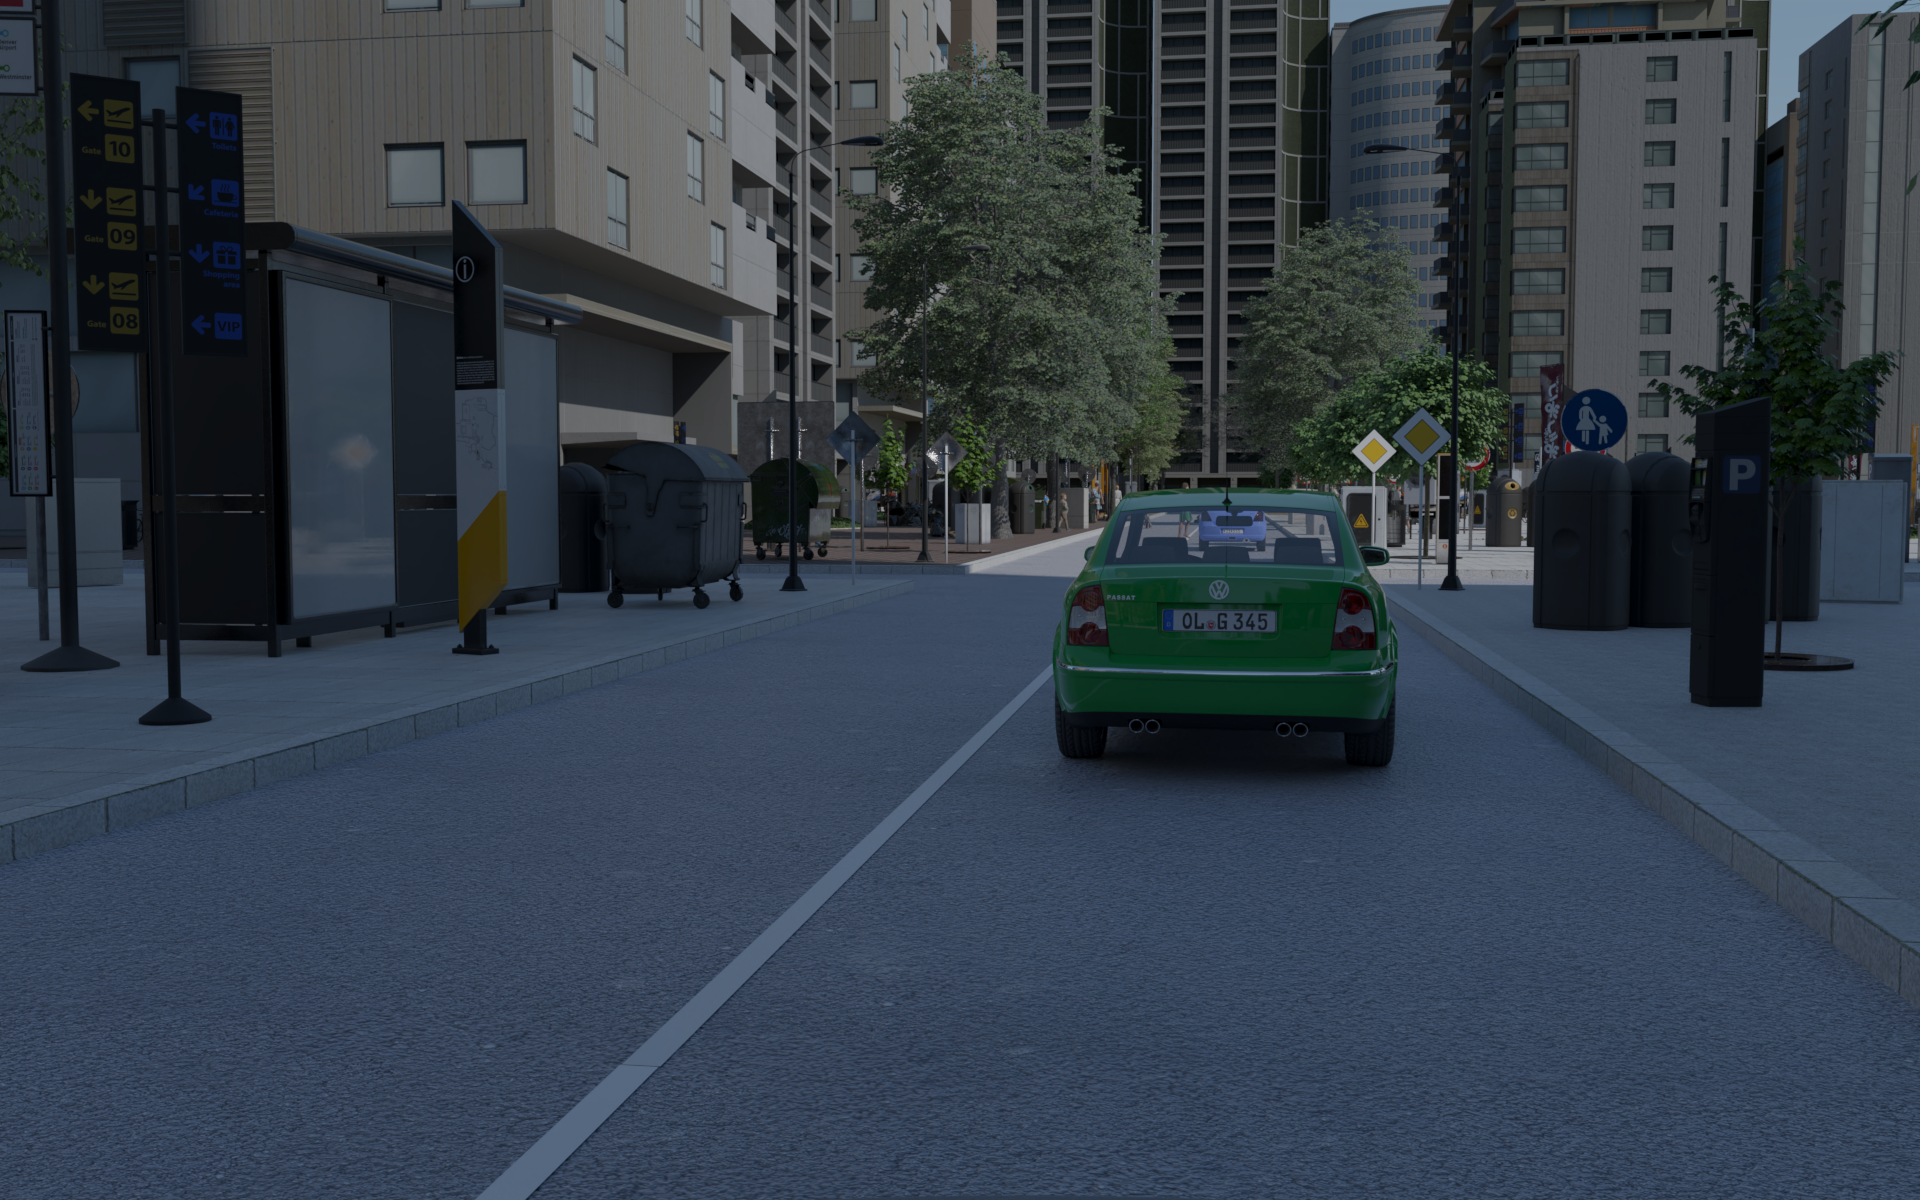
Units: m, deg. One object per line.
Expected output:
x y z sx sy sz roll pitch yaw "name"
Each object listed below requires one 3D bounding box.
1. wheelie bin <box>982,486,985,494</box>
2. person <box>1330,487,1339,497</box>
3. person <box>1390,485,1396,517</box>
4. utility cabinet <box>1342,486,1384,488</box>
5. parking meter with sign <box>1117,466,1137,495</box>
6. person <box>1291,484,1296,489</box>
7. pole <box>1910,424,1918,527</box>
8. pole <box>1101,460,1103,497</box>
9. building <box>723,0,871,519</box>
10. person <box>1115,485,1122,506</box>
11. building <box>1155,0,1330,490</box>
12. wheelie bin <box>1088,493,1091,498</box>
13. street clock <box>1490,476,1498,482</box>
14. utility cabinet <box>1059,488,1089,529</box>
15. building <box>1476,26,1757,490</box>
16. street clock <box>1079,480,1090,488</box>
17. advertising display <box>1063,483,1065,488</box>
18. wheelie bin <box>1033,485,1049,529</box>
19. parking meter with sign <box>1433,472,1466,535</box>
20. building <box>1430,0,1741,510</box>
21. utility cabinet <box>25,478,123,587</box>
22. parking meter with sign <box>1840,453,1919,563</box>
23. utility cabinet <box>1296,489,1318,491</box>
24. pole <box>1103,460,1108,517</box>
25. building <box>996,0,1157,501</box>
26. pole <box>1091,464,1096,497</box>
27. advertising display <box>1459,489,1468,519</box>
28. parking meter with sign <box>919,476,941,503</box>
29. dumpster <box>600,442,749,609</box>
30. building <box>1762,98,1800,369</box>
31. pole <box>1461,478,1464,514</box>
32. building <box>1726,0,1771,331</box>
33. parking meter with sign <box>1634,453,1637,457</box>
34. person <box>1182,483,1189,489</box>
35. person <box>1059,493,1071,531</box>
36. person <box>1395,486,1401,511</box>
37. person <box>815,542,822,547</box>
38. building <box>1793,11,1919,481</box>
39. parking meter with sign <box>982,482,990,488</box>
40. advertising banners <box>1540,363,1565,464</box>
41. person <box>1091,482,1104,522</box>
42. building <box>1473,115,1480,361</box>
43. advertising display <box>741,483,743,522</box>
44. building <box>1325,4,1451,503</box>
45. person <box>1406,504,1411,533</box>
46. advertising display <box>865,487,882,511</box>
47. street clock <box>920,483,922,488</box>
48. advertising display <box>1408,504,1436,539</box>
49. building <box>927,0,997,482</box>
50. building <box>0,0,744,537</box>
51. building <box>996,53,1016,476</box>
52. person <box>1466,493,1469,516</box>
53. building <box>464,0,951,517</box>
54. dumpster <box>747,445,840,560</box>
1.124 -3.441 64.171 0.980 1.594 0.693 2 4 26 "wheelie bin"
15.884 -4.103 73.309 0.526 1.800 0.537 3 5 43 "person"
24.056 -5.503 96.115 0.767 1.812 0.694 -1 4 -9 "person"
11.587 -2.515 49.799 1.173 1.500 0.318 1 4 18 "utility cabinet"
10.572 -6.768 106.920 1.738 3.016 0.543 0 4 1 "parking meter with sign"
17.894 -5.324 93.269 0.709 1.800 0.728 -1 4 -20 "person"
27.873 -3.475 50.662 0.158 3.312 0.155 0 3 0 "pole"
8.012 -6.332 97.377 0.158 3.312 0.155 0 3 0 "pole"
-16.029 -40.374 98.372 20.563 71.187 20.611 1 4 9 "building"
8.868 -5.602 97.981 0.694 1.780 0.624 -1 4 -11 "person"
34.194 -47.246 210.720 20.611 71.187 20.563 1 4 9 "building"
5.911 -4.685 84.504 0.980 1.594 0.693 0 4 -8 "wheelie bin"
21.138 -3.900 68.331 0.471 2.002 0.358 -2 4 -25 "street clock"
4.180 -3.376 63.871 1.173 1.500 0.318 3 5 39 "utility cabinet"
41.967 -20.818 112.083 14.160 30.474 14.107 1 4 9 "building"
5.975 -4.800 83.042 0.471 2.002 0.358 -1 4 -18 "street clock"
6.351 -6.127 105.392 0.123 1.923 0.974 1 4 9 "advertising display"
2.805 -3.409 63.650 0.980 1.594 0.693 1 4 12 "wheelie bin"
15.580 -3.614 55.343 1.738 3.016 0.543 -2 4 -33 "parking meter with sign"
52.141 -30.126 147.181 22.147 44.769 28.867 1 4 9 "building"
-12.242 -0.933 23.940 0.318 1.500 1.173 3 4 36 "utility cabinet"
17.422 -2.212 32.421 1.738 3.016 0.543 1 4 17 "parking meter with sign"
17.834 -4.895 88.716 1.173 1.500 0.318 2 4 24 "utility cabinet"
8.281 -6.329 97.317 0.158 3.312 0.155 0 3 0 "pole"
12.995 -47.458 214.189 20.611 71.187 20.563 1 4 9 "building"
6.085 -5.211 79.038 0.158 3.312 0.155 0 3 0 "pole"
25.452 -5.100 88.596 0.974 1.923 0.123 0 4 3 "advertising display"
-1.404 -5.990 94.193 1.738 3.016 0.543 -1 4 -11 "parking meter with sign"
-3.281 -0.872 20.020 1.264 1.857 1.865 1 4 9 "dumpster"
99.725 -33.518 198.136 14.200 45.320 14.600 1 4 9 "building"
26.636 -5.990 91.780 0.158 3.312 0.155 0 3 0 "pole"
82.953 -46.756 202.714 20.611 71.187 20.563 1 4 9 "building"
27.715 -4.718 73.401 1.738 3.016 0.543 1 4 22 "parking meter with sign"
7.218 -2.875 55.750 0.529 1.795 0.600 -1 4 -21 "person"
3.592 -3.067 60.465 0.475 1.303 0.640 3 5 42 "person"
22.655 -5.060 89.524 0.466 1.731 0.760 2 4 27 "person"
-3.470 -2.171 42.380 0.563 1.720 0.643 2 4 29 "person"
81.904 -28.566 150.650 14.086 41.232 14.154 1 4 9 "building"
1.254 -6.083 95.723 0.543 3.016 1.738 3 5 43 "parking meter with sign"
8.218 -1.622 22.707 0.090 3.025 2.074 -1 4 -17 "advertising banners"
6.214 -4.418 78.366 0.616 1.811 0.778 0 4 2 "person"
44.546 -21.680 126.174 14.160 30.474 14.107 1 4 9 "building"
-6.894 -2.819 51.301 0.974 1.923 0.123 1 4 16 "advertising display"
58.398 -40.720 207.768 28.212 58.520 21.231 1 4 9 "building"
14.829 -2.815 57.091 0.382 1.210 0.505 0 4 1 "person"
-4.559 -5.285 91.631 0.974 1.923 0.123 2 4 29 "advertising display"
-1.988 -5.677 97.387 0.471 2.002 0.358 0 4 -5 "street clock"
13.210 -2.683 49.077 0.974 1.923 0.123 0 4 3 "advertising display"
-4.794 -30.171 143.409 14.600 45.320 14.200 1 4 9 "building"
-22.468 -28.912 61.946 28.713 52.752 27.495 1 4 9 "building"
-2.018 -29.415 164.538 14.086 41.232 14.154 1 4 9 "building"
29.443 -5.767 100.540 0.583 1.804 0.606 -1 4 -23 "person"
-15.618 -32.696 123.819 28.713 52.752 27.495 1 4 9 "building"
-3.311 -1.946 34.316 1.502 2.255 1.985 1 4 9 "dumpster"
